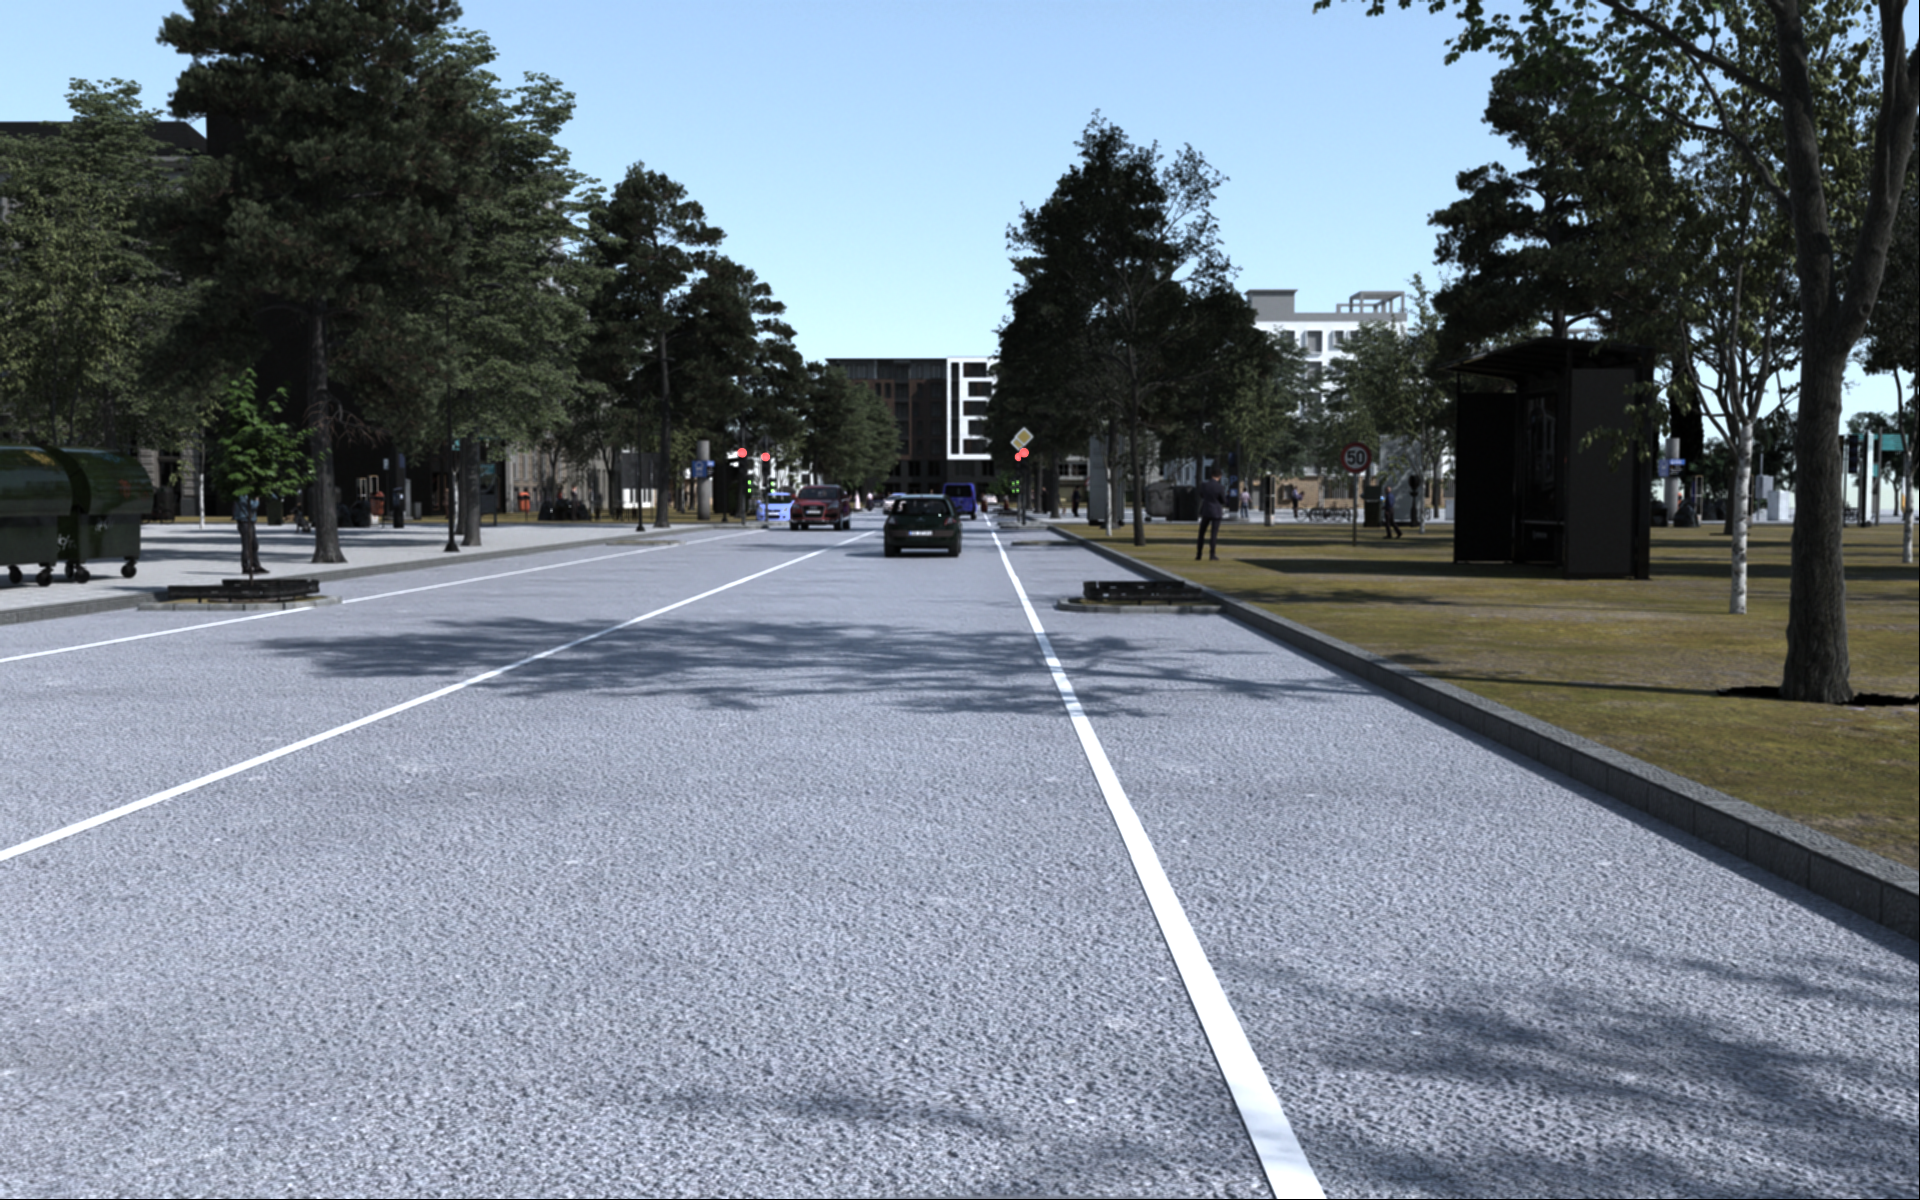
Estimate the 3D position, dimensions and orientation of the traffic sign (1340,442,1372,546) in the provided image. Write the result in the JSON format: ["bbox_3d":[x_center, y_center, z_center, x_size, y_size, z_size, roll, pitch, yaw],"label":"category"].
[{"bbox_3d":[9.660,-2.583,42.336,0.768,2.556,0.104,0,4,7],"label":"traffic sign"}]

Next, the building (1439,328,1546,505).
[{"bbox_3d":[59.902,-21.206,203.135,11.380,20.091,16.016,0,4,0],"label":"building"}]

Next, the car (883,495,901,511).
[{"bbox_3d":[-5.222,-7.910,141.694,2.083,1.381,4.827,0,4,2],"label":"car"}]

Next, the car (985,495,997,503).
[{"bbox_3d":[3.823,-12.966,224.357,2.083,1.381,4.827,0,4,-1],"label":"car"}]

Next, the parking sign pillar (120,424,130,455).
[{"bbox_3d":[-32.634,-4.790,66.782,1.447,3.967,1.447,1,4,17],"label":"parking sign pillar"}]

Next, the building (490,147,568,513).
[{"bbox_3d":[-36.785,-20.692,124.217,13.634,28.700,20.117,0,4,0],"label":"building"}]

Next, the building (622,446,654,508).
[{"bbox_3d":[-34.449,-13.921,169.761,9.099,9.664,28.070,0,4,0],"label":"building"}]

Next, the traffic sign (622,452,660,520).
[{"bbox_3d":[-15.369,-5.542,84.483,2.265,3.308,0.079,0,4,2],"label":"traffic sign"}]

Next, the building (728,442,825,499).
[{"bbox_3d":[-34.499,-19.592,262.470,28.070,9.664,9.099,0,4,0],"label":"building"}]

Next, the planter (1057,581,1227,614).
[{"bbox_3d":[2.227,-0.037,21.741,1.991,0.319,1.994,0,4,0],"label":"planter"}]

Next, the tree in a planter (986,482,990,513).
[{"bbox_3d":[3.178,-8.253,132.163,1.991,3.239,1.994,0,4,0],"label":"tree in a planter"}]

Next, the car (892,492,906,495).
[{"bbox_3d":[-7.582,-13.006,222.235,1.945,1.707,3.694,0,4,1],"label":"car"}]

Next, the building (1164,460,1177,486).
[{"bbox_3d":[32.499,-21.376,205.924,16.016,20.091,11.380,0,4,0],"label":"building"}]

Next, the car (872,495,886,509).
[{"bbox_3d":[-7.912,-9.515,168.151,1.945,1.354,3.894,0,4,1],"label":"car"}]

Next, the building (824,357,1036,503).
[{"bbox_3d":[-4.003,-26.124,271.104,32.646,21.610,27.936,0,4,0],"label":"building"}]

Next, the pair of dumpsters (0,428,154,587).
[{"bbox_3d":[-13.109,-1.337,24.349,1.574,2.255,4.436,0,4,1],"label":"pair of dumpsters"}]

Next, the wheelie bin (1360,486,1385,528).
[{"bbox_3d":[15.752,-3.560,66.120,0.980,1.594,0.693,2,4,24],"label":"wheelie bin"}]

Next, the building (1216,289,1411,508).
[{"bbox_3d":[33.271,-18.903,165.479,16.016,20.091,11.380,0,4,0],"label":"building"}]

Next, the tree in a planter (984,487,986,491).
[{"bbox_3d":[3.848,-12.937,208.746,1.991,3.239,1.994,0,4,0],"label":"tree in a planter"}]

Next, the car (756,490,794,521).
[{"bbox_3d":[-8.793,-4.515,83.404,1.945,1.707,3.694,0,4,1],"label":"car"}]

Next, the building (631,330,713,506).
[{"bbox_3d":[-35.061,-21.240,203.699,11.380,20.091,16.016,0,4,0],"label":"building"}]

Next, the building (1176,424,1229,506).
[{"bbox_3d":[29.356,-14.950,186.582,9.099,9.664,28.070,0,4,0],"label":"building"}]

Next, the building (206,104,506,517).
[{"bbox_3d":[-36.227,-16.899,105.983,12.332,23.373,15.834,0,4,0],"label":"building"}]

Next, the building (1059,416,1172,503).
[{"bbox_3d":[28.013,-24.393,265.284,31.486,18.905,16.747,0,4,0],"label":"building"}]

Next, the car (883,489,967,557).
[{"bbox_3d":[-0.843,-1.893,40.736,2.009,1.686,4.222,0,4,1],"label":"car"}]

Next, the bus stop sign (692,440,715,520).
[{"bbox_3d":[-12.621,-5.880,85.147,0.837,3.901,0.837,1,4,17],"label":"bus stop sign"}]

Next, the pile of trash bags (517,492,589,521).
[{"bbox_3d":[-19.685,-4.500,83.334,3.447,1.369,1.912,-3,5,-41],"label":"pile of trash bags"}]

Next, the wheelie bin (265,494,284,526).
[{"bbox_3d":[-28.032,-3.847,70.806,0.693,1.594,0.980,-1,4,-13],"label":"wheelie bin"}]

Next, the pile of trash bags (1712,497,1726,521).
[{"bbox_3d":[35.779,-4.560,84.306,1.912,1.369,3.447,-1,4,-17],"label":"pile of trash bags"}]

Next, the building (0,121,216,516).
[{"bbox_3d":[-52.963,-16.831,104.072,19.941,23.489,11.050,0,4,0],"label":"building"}]

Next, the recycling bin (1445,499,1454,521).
[{"bbox_3d":[24.021,-4.389,84.318,0.722,1.027,0.722,1,4,20],"label":"recycling bin"}]

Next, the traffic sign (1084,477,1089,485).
[{"bbox_3d":[8.075,-6.522,106.639,0.884,2.594,0.081,0,4,7],"label":"traffic sign"}]

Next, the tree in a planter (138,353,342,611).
[{"bbox_3d":[-9.096,-1.523,22.128,1.991,3.239,1.994,0,4,0],"label":"tree in a planter"}]

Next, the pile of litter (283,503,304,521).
[{"bbox_3d":[-32.025,-4.229,83.112,1.176,0.858,1.719,0,4,-6],"label":"pile of litter"}]

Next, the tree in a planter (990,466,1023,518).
[{"bbox_3d":[2.948,-6.580,104.798,1.991,3.239,1.994,0,4,0],"label":"tree in a planter"}]

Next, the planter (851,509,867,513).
[{"bbox_3d":[-8.129,-6.792,132.187,1.991,0.319,1.994,0,4,0],"label":"planter"}]

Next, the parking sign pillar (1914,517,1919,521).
[{"bbox_3d":[47.176,-5.842,83.987,1.447,3.967,1.447,-3,4,-36],"label":"parking sign pillar"}]

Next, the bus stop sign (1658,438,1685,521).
[{"bbox_3d":[33.469,-5.655,81.471,0.837,3.901,0.837,-1,4,-13],"label":"bus stop sign"}]

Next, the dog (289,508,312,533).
[{"bbox_3d":[-21.679,-2.622,57.255,0.800,0.831,0.513,1,4,21],"label":"dog"}]

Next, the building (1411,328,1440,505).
[{"bbox_3d":[48.132,-21.223,203.420,11.380,20.091,16.016,0,4,0],"label":"building"}]

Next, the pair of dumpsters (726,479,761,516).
[{"bbox_3d":[-12.708,-6.056,101.508,1.574,2.255,4.436,0,4,1],"label":"pair of dumpsters"}]

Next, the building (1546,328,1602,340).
[{"bbox_3d":[71.642,-21.247,203.813,11.380,20.091,16.016,0,4,0],"label":"building"}]

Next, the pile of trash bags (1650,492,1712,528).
[{"bbox_3d":[27.200,-3.550,67.796,3.447,1.369,1.912,3,5,44],"label":"pile of trash bags"}]

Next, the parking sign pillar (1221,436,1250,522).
[{"bbox_3d":[12.687,-5.603,80.079,1.447,3.967,1.447,1,4,12],"label":"parking sign pillar"}]

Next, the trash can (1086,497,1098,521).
[{"bbox_3d":[6.318,-4.298,81.918,0.748,1.137,0.748,0,3,0],"label":"trash can"}]

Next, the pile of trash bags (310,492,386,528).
[{"bbox_3d":[-23.358,-3.480,66.656,3.447,1.369,1.912,2,4,31],"label":"pile of trash bags"}]

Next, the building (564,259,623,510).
[{"bbox_3d":[-34.961,-17.668,143.618,10.420,20.320,16.860,0,4,0],"label":"building"}]

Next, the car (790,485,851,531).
[{"bbox_3d":[-5.551,-3.705,69.246,2.281,1.827,5.304,0,4,2],"label":"car"}]
